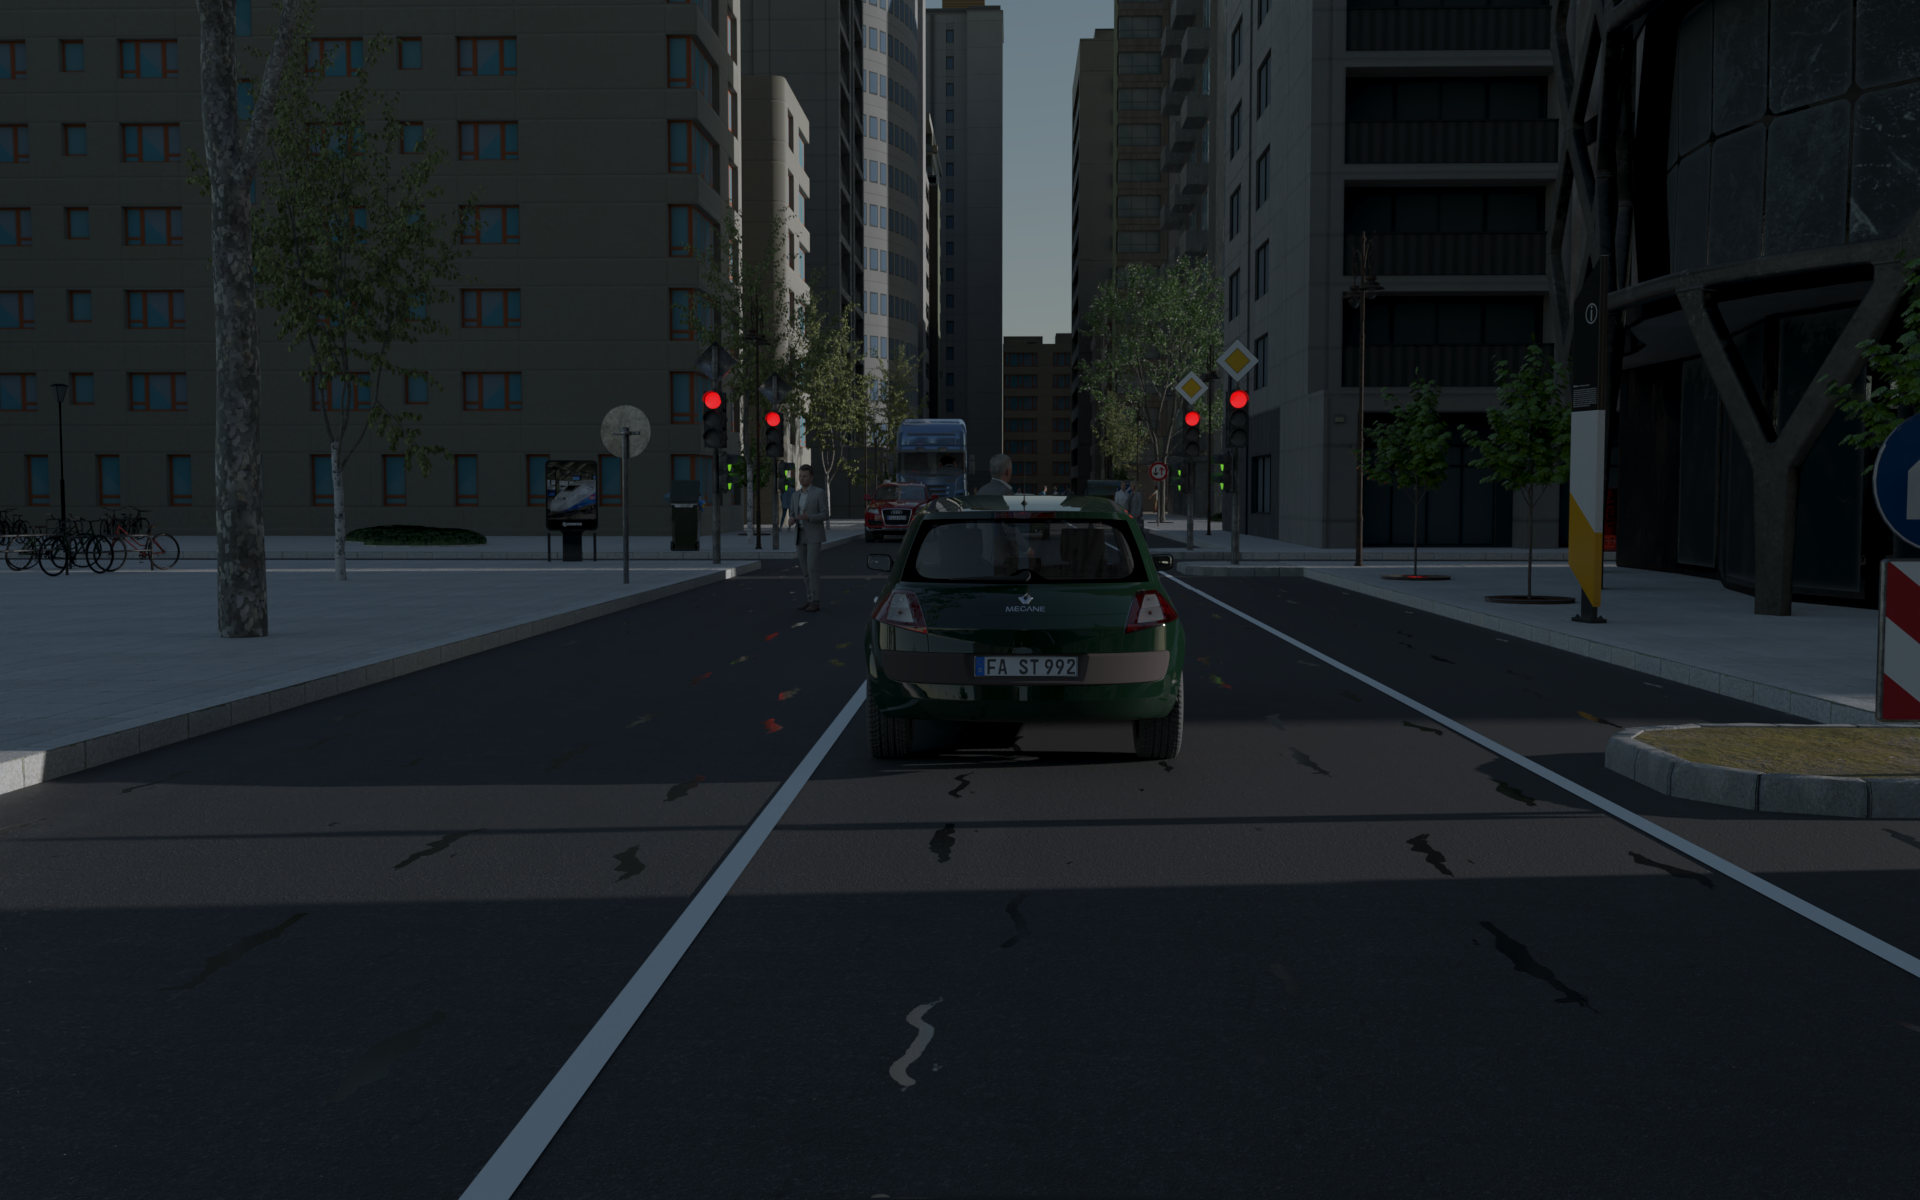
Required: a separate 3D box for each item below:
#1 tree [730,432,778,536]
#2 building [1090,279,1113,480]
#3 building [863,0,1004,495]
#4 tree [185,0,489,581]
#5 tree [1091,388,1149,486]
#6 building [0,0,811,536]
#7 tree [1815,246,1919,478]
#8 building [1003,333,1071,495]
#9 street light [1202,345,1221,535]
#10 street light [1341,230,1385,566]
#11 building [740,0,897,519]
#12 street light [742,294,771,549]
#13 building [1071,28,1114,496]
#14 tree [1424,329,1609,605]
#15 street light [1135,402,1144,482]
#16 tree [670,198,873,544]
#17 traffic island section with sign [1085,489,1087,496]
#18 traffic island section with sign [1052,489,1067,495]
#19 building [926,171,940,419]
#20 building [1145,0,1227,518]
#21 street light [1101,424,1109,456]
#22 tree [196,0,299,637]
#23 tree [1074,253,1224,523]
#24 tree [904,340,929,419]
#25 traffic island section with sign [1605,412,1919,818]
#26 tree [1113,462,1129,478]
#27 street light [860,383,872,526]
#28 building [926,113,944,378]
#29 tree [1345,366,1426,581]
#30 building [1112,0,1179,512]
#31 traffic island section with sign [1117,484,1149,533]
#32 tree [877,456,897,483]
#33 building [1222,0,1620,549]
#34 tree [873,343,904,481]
[{"bbox_3d":[-6.547,-3.622,53.814,1.663,3.219,1.824,0,3,0],"label":"tree"},{"bbox_3d":[26.050,-18.847,153.186,27.650,21.520,28.899,0,4,2],"label":"building"},{"bbox_3d":[-8.874,-40.799,209.067,28.212,58.520,21.231,0,4,2],"label":"building"},{"bbox_3d":[-9.094,-4.582,25.281,4.737,8.622,4.395,0,3,0],"label":"tree"},{"bbox_3d":[10.939,-10.345,119.502,4.737,8.622,4.395,0,3,0],"label":"tree"},{"bbox_3d":[-21.254,-13.562,66.780,27.650,21.520,28.899,0,4,2],"label":"building"},{"bbox_3d":[6.589,-1.034,11.507,1.663,3.219,1.824,0,3,0],"label":"tree"},{"bbox_3d":[19.767,-22.484,212.652,28.899,21.520,27.650,0,4,2],"label":"building"},{"bbox_3d":[7.751,-4.953,53.775,0.468,5.910,1.993,0,4,2],"label":"street light"},{"bbox_3d":[7.097,-3.539,30.644,0.468,5.910,1.993,0,4,2],"label":"street light"},{"bbox_3d":[-13.843,-40.336,97.752,20.563,71.187,20.611,0,4,2],"label":"building"},{"bbox_3d":[-4.694,-4.123,40.200,0.468,5.910,1.993,0,4,2],"label":"street light"},{"bbox_3d":[22.476,-33.895,177.880,21.300,48.544,21.600,0,4,2],"label":"building"},{"bbox_3d":[6.644,-1.583,20.482,1.663,3.219,1.824,0,3,0],"label":"tree"},{"bbox_3d":[8.623,-6.800,83.969,0.468,5.910,1.993,0,4,2],"label":"street light"},{"bbox_3d":[-5.117,-5.726,43.989,4.737,8.622,4.395,0,3,0],"label":"tree"},{"bbox_3d":[6.842,-5.085,91.768,1.989,1.847,2.006,0,4,2],"label":"traffic island section with sign"},{"bbox_3d":[9.112,-9.767,168.324,1.989,1.847,2.006,0,4,2],"label":"traffic island section with sign"},{"bbox_3d":[-9.014,-23.174,150.602,14.160,30.474,14.107,0,4,2],"label":"building"},{"bbox_3d":[23.184,-29.260,98.012,23.786,49.044,30.456,0,4,2],"label":"building"},{"bbox_3d":[9.569,-8.647,114.161,0.468,5.910,1.993,0,4,2],"label":"street light"},{"bbox_3d":[-7.447,-9.665,13.916,12.611,20.169,13.585,0,3,0],"label":"tree"},{"bbox_3d":[8.833,-9.200,76.173,9.928,11.665,9.643,0,3,0],"label":"tree"},{"bbox_3d":[-3.409,-8.121,83.145,4.737,8.622,4.395,0,3,0],"label":"tree"},{"bbox_3d":[4.370,0.002,8.595,1.989,1.847,2.006,0,4,2],"label":"traffic island section with sign"},{"bbox_3d":[9.794,-7.030,109.542,1.663,3.219,1.824,0,3,0],"label":"tree"},{"bbox_3d":[-3.832,-5.970,70.395,0.468,5.910,1.993,0,4,2],"label":"street light"},{"bbox_3d":[-13.831,-29.451,173.411,23.993,40.220,32.217,0,4,2],"label":"building"},{"bbox_3d":[6.939,-1.928,26.130,1.663,3.219,1.824,0,3,0],"label":"tree"},{"bbox_3d":[18.467,-27.348,130.734,14.154,41.232,14.086,0,4,2],"label":"building"},{"bbox_3d":[6.036,-3.435,64.790,1.989,1.847,2.006,0,4,2],"label":"traffic island section with sign"},{"bbox_3d":[-3.249,-5.711,87.977,1.663,3.219,1.824,0,3,0],"label":"tree"},{"bbox_3d":[19.094,-37.314,48.344,20.611,71.187,20.563,0,4,2],"label":"building"},{"bbox_3d":[-4.787,-6.839,62.178,4.737,8.622,4.395,0,3,0],"label":"tree"}]
